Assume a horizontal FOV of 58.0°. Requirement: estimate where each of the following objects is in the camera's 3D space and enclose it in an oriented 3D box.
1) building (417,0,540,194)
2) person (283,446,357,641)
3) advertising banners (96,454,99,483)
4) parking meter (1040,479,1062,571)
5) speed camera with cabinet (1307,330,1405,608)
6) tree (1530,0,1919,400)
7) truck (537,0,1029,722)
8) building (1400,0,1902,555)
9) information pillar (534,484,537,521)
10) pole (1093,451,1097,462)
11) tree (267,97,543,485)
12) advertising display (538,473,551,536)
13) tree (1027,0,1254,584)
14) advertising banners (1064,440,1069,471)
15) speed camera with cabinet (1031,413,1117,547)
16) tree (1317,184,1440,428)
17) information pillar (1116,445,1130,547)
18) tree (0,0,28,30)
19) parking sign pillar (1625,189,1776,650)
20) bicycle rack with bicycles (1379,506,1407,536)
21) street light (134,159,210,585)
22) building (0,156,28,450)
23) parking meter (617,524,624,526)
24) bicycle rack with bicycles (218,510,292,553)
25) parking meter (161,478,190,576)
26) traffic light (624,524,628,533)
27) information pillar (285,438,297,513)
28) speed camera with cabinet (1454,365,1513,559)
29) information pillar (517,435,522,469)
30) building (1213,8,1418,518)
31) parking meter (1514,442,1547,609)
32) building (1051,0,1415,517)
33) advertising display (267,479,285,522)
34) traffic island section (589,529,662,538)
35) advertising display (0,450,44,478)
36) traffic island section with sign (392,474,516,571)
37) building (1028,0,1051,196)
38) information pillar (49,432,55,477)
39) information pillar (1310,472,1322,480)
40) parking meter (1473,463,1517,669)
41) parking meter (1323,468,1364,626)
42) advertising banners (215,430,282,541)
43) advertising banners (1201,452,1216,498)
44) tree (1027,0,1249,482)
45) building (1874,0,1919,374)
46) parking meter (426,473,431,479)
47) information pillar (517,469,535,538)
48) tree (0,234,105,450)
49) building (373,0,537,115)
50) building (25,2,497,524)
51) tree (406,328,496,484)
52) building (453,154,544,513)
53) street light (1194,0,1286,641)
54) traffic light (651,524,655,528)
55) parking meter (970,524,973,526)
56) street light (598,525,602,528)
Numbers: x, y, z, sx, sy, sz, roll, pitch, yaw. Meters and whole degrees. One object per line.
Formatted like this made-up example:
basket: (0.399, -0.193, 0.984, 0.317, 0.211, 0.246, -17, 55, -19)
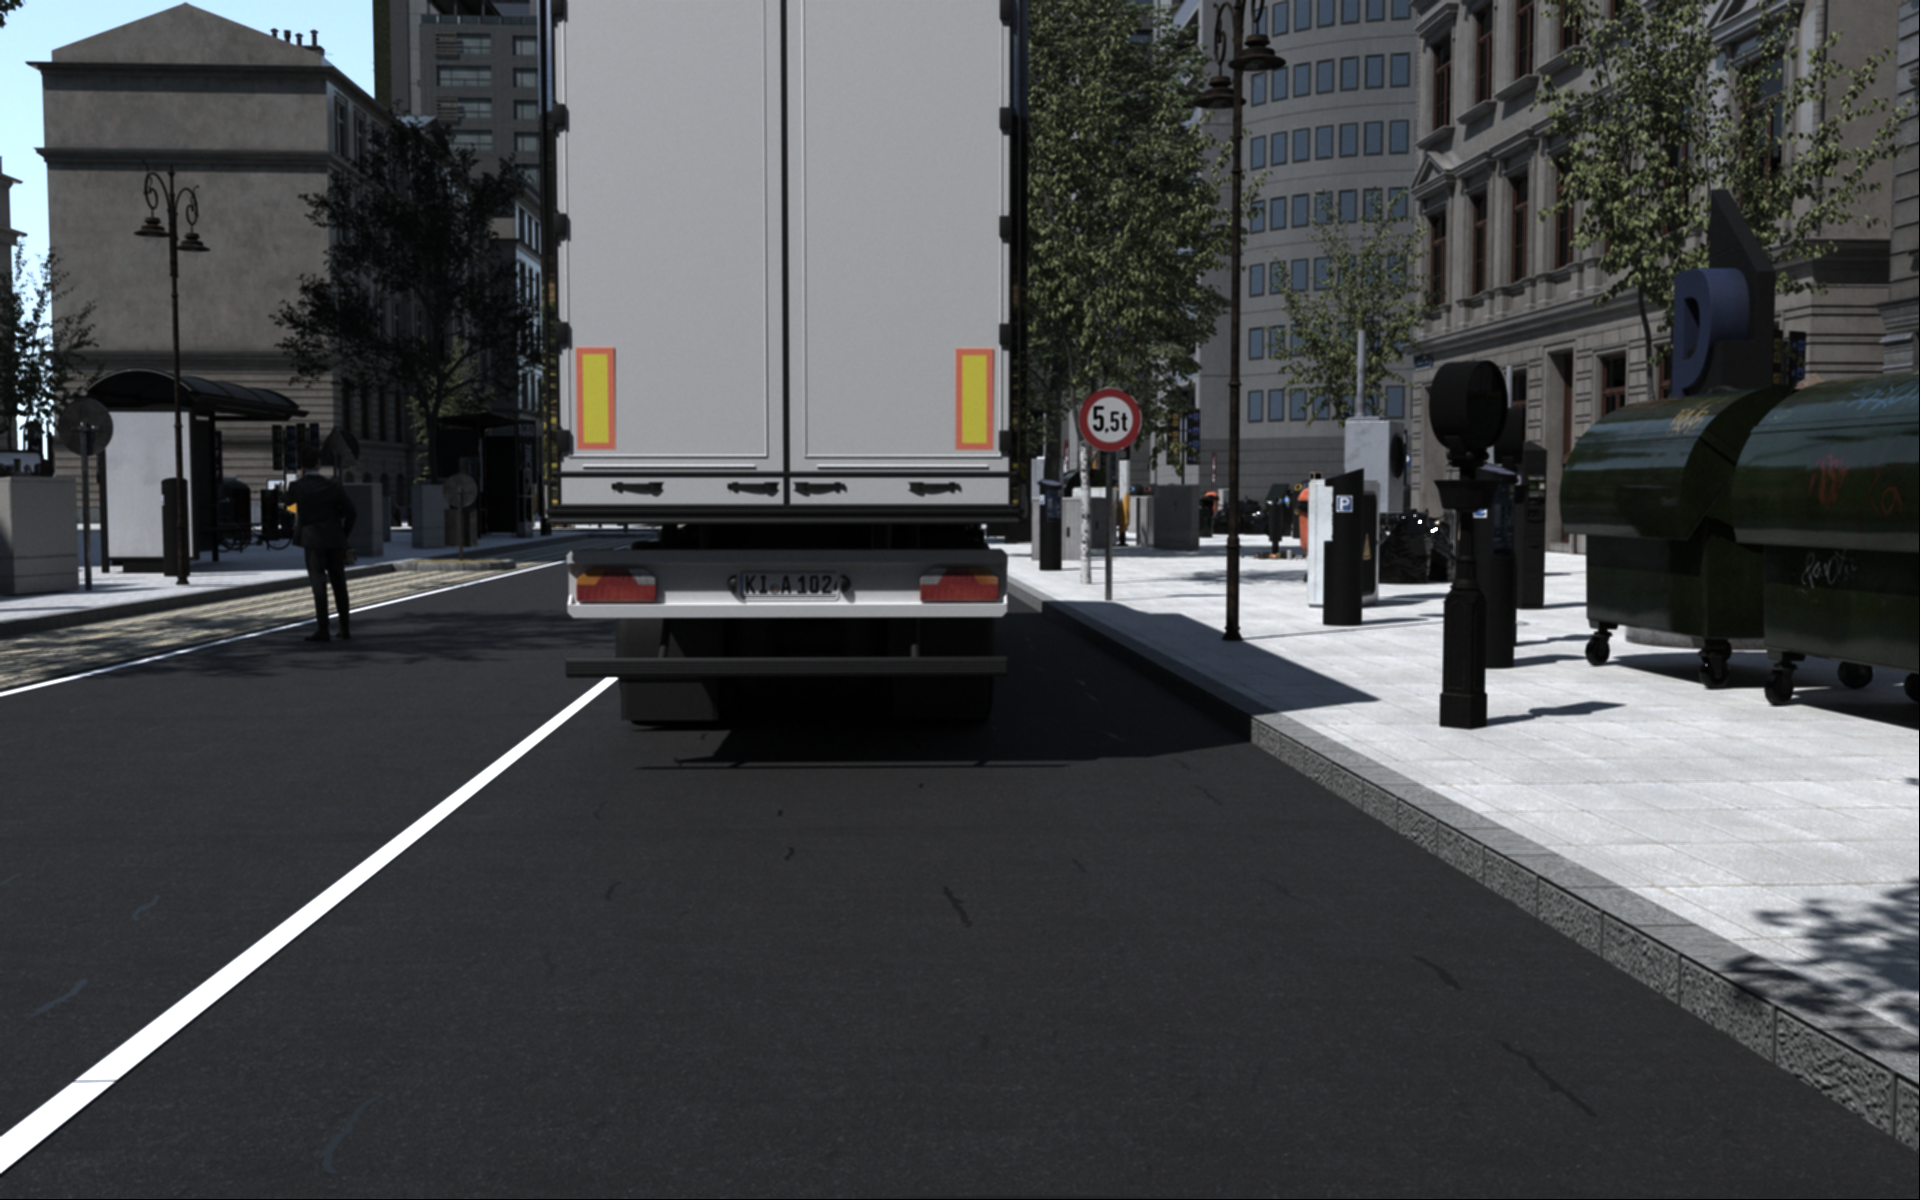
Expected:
building: (-36.535, -28.262, 145.679, 14.154, 41.232, 14.086, 0, 4, -4)
person: (-6.280, -0.557, 16.976, 0.648, 1.900, 0.474, -3, 5, -43)
advertising banners: (-21.264, -2.923, 43.974, 0.090, 3.025, 2.074, 1, 4, 13)
parking meter: (1.526, -1.268, 29.135, 0.372, 1.533, 0.369, 0, 3, 0)
speed camera with cabinet: (4.663, -1.585, 20.249, 0.660, 3.252, 2.038, 2, 4, 29)
tree: (8.573, -4.295, 20.579, 4.737, 8.622, 4.395, 0, 3, 0)
truck: (-1.069, -1.548, 14.218, 2.839, 4.237, 11.283, 0, 4, -2)
building: (17.986, -12.305, 37.348, 11.583, 22.565, 21.152, 0, 4, -4)
information pillar: (-20.419, -5.605, 82.988, 0.183, 3.616, 0.504, -2, 4, -31)
pole: (6.371, -5.390, 81.963, 0.158, 3.312, 0.155, 0, 3, 0)
tree: (-13.072, -6.576, 41.931, 8.767, 10.594, 7.601, 3, 5, 40)
advertising display: (-12.834, -2.962, 53.635, 0.123, 1.923, 0.974, 0, 4, 5)
tree: (1.893, -4.518, 24.233, 4.737, 8.622, 4.395, 0, 3, 0)
advertising banners: (3.605, -3.625, 55.458, 0.090, 3.025, 2.074, -1, 4, -11)
speed camera with cabinet: (2.794, -2.939, 42.388, 2.038, 3.252, 0.660, 1, 4, 23)
tree: (9.290, -5.518, 40.586, 4.737, 8.622, 4.395, 0, 3, 0)
information pillar: (4.009, -3.114, 42.269, 0.183, 3.616, 0.504, -1, 4, -18)
tree: (-10.859, -5.338, 13.030, 9.928, 11.665, 9.643, 0, 3, 0)
parking sign pillar: (6.504, -1.611, 14.807, 1.447, 3.967, 1.447, 0, 4, 7)
bicycle rack with bicycles: (13.197, -2.361, 51.986, 2.925, 0.926, 2.852, 3, 5, 45)
street light: (-11.024, -3.156, 24.382, 0.468, 5.910, 1.993, 0, 4, -4)
building: (-57.975, -14.513, 79.089, 24.055, 21.916, 13.314, 0, 4, -4)
parking meter: (-13.718, -3.942, 70.170, 0.399, 1.863, 0.255, 1, 4, 8)
bicycle rack with bicycles: (-16.844, -1.558, 38.851, 2.925, 0.926, 2.852, 0, 4, -2)
parking meter: (-12.266, -1.142, 27.086, 0.372, 1.533, 0.369, 0, 3, 0)
traffic light: (-11.074, -4.187, 57.382, 0.839, 4.253, 0.868, 0, 4, -4)
information pillar: (-27.432, -4.868, 70.950, 0.504, 3.616, 0.183, 0, 4, 6)
speed camera with cabinet: (8.330, -2.024, 27.435, 0.660, 3.252, 2.038, 0, 4, 5)
information pillar: (-16.450, -4.505, 65.007, 0.504, 3.616, 0.183, -3, 5, -40)
building: (25.274, -33.383, 87.818, 28.212, 58.520, 21.231, 0, 4, -4)
parking meter: (6.350, -0.834, 19.345, 0.255, 1.863, 0.399, 0, 4, -6)
building: (16.986, -35.508, 122.560, 21.231, 58.520, 28.212, 0, 4, -4)
advertising display: (-29.017, -4.194, 73.786, 0.974, 1.923, 0.123, 0, 4, 0)
traffic island section: (-11.115, -2.155, 57.514, 2.009, 0.180, 2.903, 0, 4, -4)
advertising display: (-13.827, -1.221, 25.180, 0.123, 1.923, 0.974, 3, 5, 40)
traffic island section with sign: (-9.535, -1.482, 32.864, 1.989, 1.847, 2.006, 0, 4, -4)
building: (14.555, -33.152, 165.737, 21.300, 48.544, 21.600, 0, 4, -4)
information pillar: (-34.245, -4.528, 65.382, 0.183, 3.616, 0.504, -1, 4, -18)
information pillar: (11.995, -3.298, 58.413, 0.304, 2.012, 0.304, -1, 4, -17)
parking meter: (3.927, -0.271, 12.850, 0.372, 1.533, 0.369, 0, 3, 0)
parking meter: (3.754, -0.523, 16.959, 0.372, 1.533, 0.369, 0, 3, 0)
advertising banners: (-19.775, -3.151, 47.708, 2.074, 3.025, 0.090, 0, 4, -4)
advertising banners: (10.595, -4.746, 73.777, 0.090, 3.025, 2.074, 0, 4, -7)
tree: (2.275, -7.176, 35.459, 7.486, 12.596, 7.792, 0, 3, 0)
building: (18.936, -10.252, 16.779, 9.793, 20.994, 18.267, 0, 4, -4)
parking meter: (-14.833, -2.625, 48.635, 0.255, 1.863, 0.399, -1, 4, -9)
information pillar: (-12.744, -2.830, 50.764, 0.304, 2.012, 0.304, 3, 4, 36)
tree: (-27.005, -6.091, 49.950, 4.737, 8.622, 4.395, 0, 3, 0)
building: (-41.973, -38.162, 165.956, 21.231, 58.520, 28.212, 0, 4, -4)
building: (-33.430, -16.655, 91.391, 14.460, 24.649, 34.723, 0, 4, -4)
tree: (-22.879, -7.767, 77.355, 4.737, 8.622, 4.395, 0, 3, 0)
building: (-36.343, -17.786, 124.086, 16.112, 22.955, 30.059, 0, 4, -4)
street light: (2.394, -2.585, 15.046, 0.468, 5.910, 1.993, 0, 4, -4)
traffic light: (-11.587, -4.675, 65.350, 0.839, 4.253, 0.868, 0, 4, -4)
parking meter: (0.337, -2.933, 56.365, 0.372, 1.533, 0.369, 0, 3, 0)
street light: (-13.676, -5.678, 65.615, 0.468, 5.910, 1.993, 0, 4, -4)
